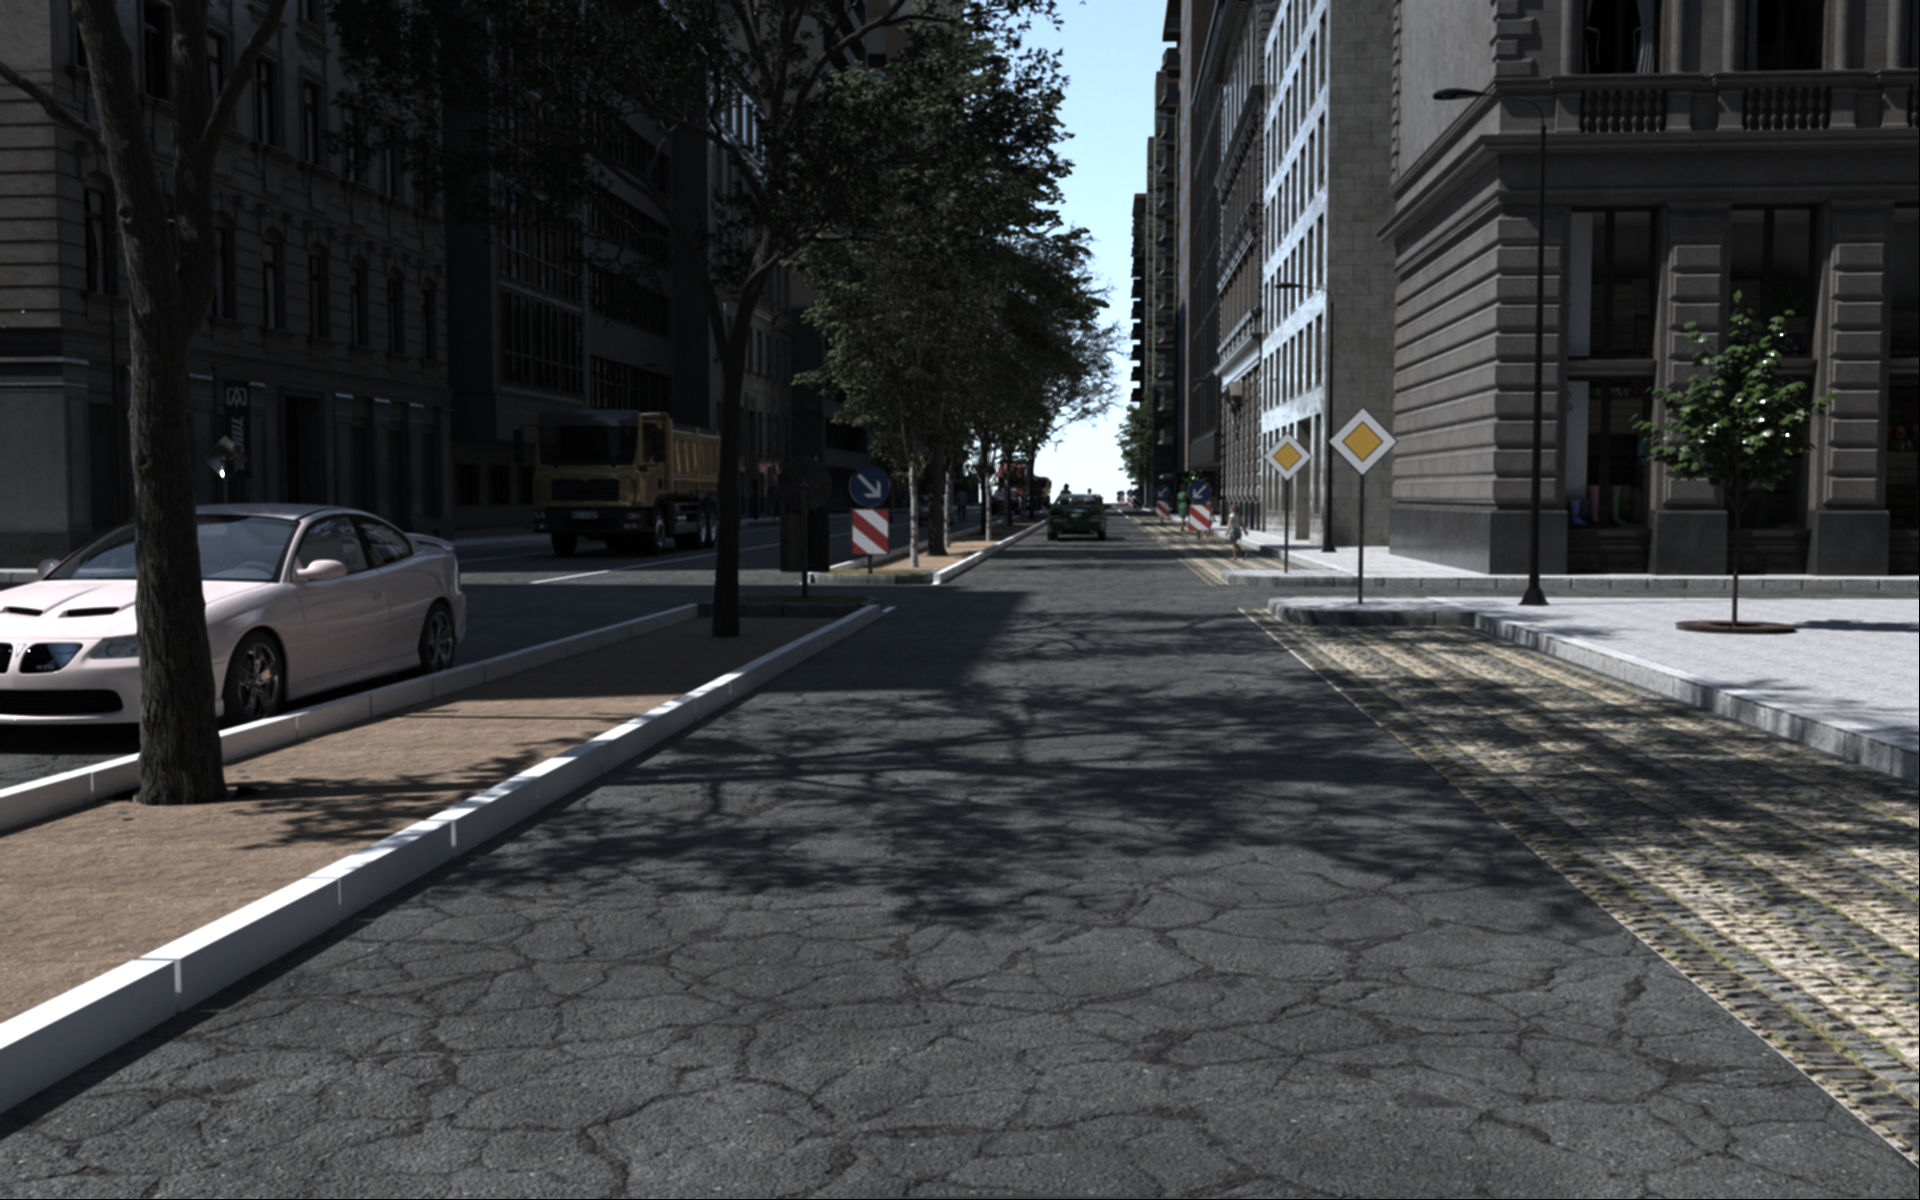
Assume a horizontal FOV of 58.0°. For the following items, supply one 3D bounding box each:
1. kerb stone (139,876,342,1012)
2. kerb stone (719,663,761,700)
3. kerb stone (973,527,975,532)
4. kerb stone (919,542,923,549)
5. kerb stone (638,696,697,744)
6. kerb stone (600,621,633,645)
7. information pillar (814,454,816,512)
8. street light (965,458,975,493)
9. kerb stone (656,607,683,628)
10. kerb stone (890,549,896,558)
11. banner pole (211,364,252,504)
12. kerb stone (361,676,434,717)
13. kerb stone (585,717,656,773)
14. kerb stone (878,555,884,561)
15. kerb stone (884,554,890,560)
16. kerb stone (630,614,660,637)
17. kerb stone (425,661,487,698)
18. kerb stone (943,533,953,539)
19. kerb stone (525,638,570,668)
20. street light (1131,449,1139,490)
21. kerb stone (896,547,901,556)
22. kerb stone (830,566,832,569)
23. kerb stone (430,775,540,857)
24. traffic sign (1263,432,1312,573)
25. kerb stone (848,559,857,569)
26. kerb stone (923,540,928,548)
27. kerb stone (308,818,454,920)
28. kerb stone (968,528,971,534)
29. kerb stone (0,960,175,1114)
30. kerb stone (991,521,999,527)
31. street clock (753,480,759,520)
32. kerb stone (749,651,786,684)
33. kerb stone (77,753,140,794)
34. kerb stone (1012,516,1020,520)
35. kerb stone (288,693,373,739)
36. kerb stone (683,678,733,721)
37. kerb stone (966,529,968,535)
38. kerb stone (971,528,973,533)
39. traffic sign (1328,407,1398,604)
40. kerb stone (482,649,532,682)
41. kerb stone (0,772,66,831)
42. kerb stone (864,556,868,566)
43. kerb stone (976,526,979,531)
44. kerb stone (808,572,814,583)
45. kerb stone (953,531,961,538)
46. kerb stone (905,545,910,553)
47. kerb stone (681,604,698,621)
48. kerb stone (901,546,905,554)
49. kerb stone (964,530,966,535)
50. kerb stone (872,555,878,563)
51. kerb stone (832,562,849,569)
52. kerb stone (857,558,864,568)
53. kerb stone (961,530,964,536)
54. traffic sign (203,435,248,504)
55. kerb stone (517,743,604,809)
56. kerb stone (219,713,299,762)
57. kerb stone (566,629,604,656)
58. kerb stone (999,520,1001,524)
[{"bbox_3d":[-2.172,1.034,5.287,0.120,0.150,1.000,0,4,5],"label":"kerb stone"},{"bbox_3d":[-1.600,0.597,12.427,0.120,0.150,1.000,0,4,5],"label":"kerb stone"},{"bbox_3d":[0.346,-2.508,63.195,0.120,0.150,1.000,0,4,5],"label":"kerb stone"},{"bbox_3d":[-1.123,-1.382,44.786,0.120,0.150,1.000,0,4,5],"label":"kerb stone"},{"bbox_3d":[-1.767,0.722,10.385,0.120,0.150,1.000,0,4,5],"label":"kerb stone"},{"bbox_3d":[-3.371,0.339,16.679,0.120,0.150,1.000,0,4,5],"label":"kerb stone"},{"bbox_3d":[-8.402,-6.682,100.604,0.183,3.616,0.504,0,4,1],"label":"information pillar"},{"bbox_3d":[1.276,-15.200,221.055,1.470,5.913,1.316,0,4,5],"label":"street light"},{"bbox_3d":[-3.199,0.212,18.725,0.120,0.150,1.000,0,4,5],"label":"kerb stone"},{"bbox_3d":[-1.613,-1.006,38.649,0.120,0.150,1.000,0,4,5],"label":"kerb stone"},{"bbox_3d":[-14.175,-2.667,33.624,0.863,3.779,0.401,-2,4,-31],"label":"banner pole"},{"bbox_3d":[-3.779,0.650,11.569,0.120,0.150,1.000,0,4,5],"label":"kerb stone"},{"bbox_3d":[-1.845,0.785,9.366,0.120,0.150,1.000,0,4,5],"label":"kerb stone"},{"bbox_3d":[-1.778,-0.879,36.607,0.120,0.150,1.000,0,4,5],"label":"kerb stone"},{"bbox_3d":[-1.696,-0.944,37.625,0.120,0.150,1.000,0,4,5],"label":"kerb stone"},{"bbox_3d":[-3.281,0.275,17.697,0.120,0.150,1.000,0,4,5],"label":"kerb stone"},{"bbox_3d":[-3.695,0.587,12.591,0.120,0.150,1.000,0,4,5],"label":"kerb stone"},{"bbox_3d":[-0.386,-1.942,53.985,0.120,0.150,1.000,0,4,5],"label":"kerb stone"},{"bbox_3d":[-3.532,0.463,14.632,0.120,0.150,1.000,0,4,5],"label":"kerb stone"},{"bbox_3d":[18.756,-12.636,179.131,1.470,5.913,1.316,0,4,5],"label":"street light"},{"bbox_3d":[-1.527,-1.069,39.674,0.120,0.150,1.000,0,4,5],"label":"kerb stone"},{"bbox_3d":[-2.347,-0.442,29.422,0.120,0.150,1.000,0,4,5],"label":"kerb stone"},{"bbox_3d":[-2.006,0.909,7.327,0.120,0.150,1.000,0,4,5],"label":"kerb stone"},{"bbox_3d":[5.292,-1.493,28.054,0.795,2.450,0.064,0,4,5],"label":"traffic sign"},{"bbox_3d":[-2.107,-0.630,32.506,0.120,0.150,1.000,0,4,5],"label":"kerb stone"},{"bbox_3d":[-0.954,-1.505,46.831,0.120,0.150,1.000,0,4,5],"label":"kerb stone"},{"bbox_3d":[-2.097,0.973,6.306,0.120,0.150,1.000,0,4,5],"label":"kerb stone"},{"bbox_3d":[0.192,-2.382,61.142,0.120,0.150,1.000,0,4,5],"label":"kerb stone"},{"bbox_3d":[-2.257,1.097,4.268,0.120,0.150,1.000,0,4,5],"label":"kerb stone"},{"bbox_3d":[1.567,-3.445,78.513,0.120,0.150,1.000,0,4,5],"label":"kerb stone"},{"bbox_3d":[-10.150,-4.992,86.196,0.358,2.002,0.471,0,4,5],"label":"street clock"},{"bbox_3d":[-1.524,0.535,13.447,0.120,0.150,1.000,0,4,5],"label":"kerb stone"},{"bbox_3d":[-4.026,0.840,8.508,0.120,0.150,1.000,0,4,5],"label":"kerb stone"},{"bbox_3d":[3.206,-4.695,98.951,0.120,0.150,1.000,0,4,5],"label":"kerb stone"},{"bbox_3d":[-3.861,0.714,10.550,0.120,0.150,1.000,0,4,5],"label":"kerb stone"},{"bbox_3d":[-1.680,0.662,11.408,0.120,0.150,1.000,0,4,5],"label":"kerb stone"},{"bbox_3d":[0.100,-2.319,60.119,0.120,0.150,1.000,0,4,5],"label":"kerb stone"},{"bbox_3d":[0.272,-2.445,62.173,0.120,0.150,1.000,0,4,5],"label":"kerb stone"},{"bbox_3d":[4.656,-1.006,20.094,0.795,2.450,0.064,0,4,5],"label":"traffic sign"},{"bbox_3d":[-3.608,0.527,13.609,0.120,0.150,1.000,0,4,5],"label":"kerb stone"},{"bbox_3d":[-4.104,0.900,7.489,0.120,0.150,1.000,0,4,5],"label":"kerb stone"},{"bbox_3d":[-1.935,-0.754,34.552,0.120,0.150,1.000,0,4,5],"label":"kerb stone"},{"bbox_3d":[0.513,-2.631,65.232,0.120,0.150,1.000,0,4,5],"label":"kerb stone"},{"bbox_3d":[-2.433,-0.379,28.400,0.120,0.150,1.000,0,4,5],"label":"kerb stone"},{"bbox_3d":[-0.144,-2.133,57.062,0.120,0.150,1.000,0,4,5],"label":"kerb stone"},{"bbox_3d":[-1.368,-1.194,41.730,0.120,0.150,1.000,0,4,5],"label":"kerb stone"},{"bbox_3d":[-3.127,0.152,19.745,0.120,0.150,1.000,0,4,5],"label":"kerb stone"},{"bbox_3d":[-1.456,-1.132,40.702,0.120,0.150,1.000,0,4,5],"label":"kerb stone"},{"bbox_3d":[0.015,-2.257,59.100,0.120,0.150,1.000,0,4,5],"label":"kerb stone"},{"bbox_3d":[-1.853,-0.819,35.581,0.120,0.150,1.000,0,4,5],"label":"kerb stone"},{"bbox_3d":[-2.191,-0.567,31.470,0.120,0.150,1.000,0,4,5],"label":"kerb stone"},{"bbox_3d":[-2.027,-0.693,33.528,0.120,0.150,1.000,0,4,5],"label":"kerb stone"},{"bbox_3d":[-0.060,-2.195,58.081,0.120,0.150,1.000,0,4,5],"label":"kerb stone"},{"bbox_3d":[-12.495,-1.581,29.490,0.795,2.450,0.064,0,4,5],"label":"traffic sign"},{"bbox_3d":[-1.930,0.847,8.346,0.120,0.150,1.000,0,4,5],"label":"kerb stone"},{"bbox_3d":[-3.939,0.775,9.527,0.120,0.150,1.000,0,4,5],"label":"kerb stone"},{"bbox_3d":[-3.447,0.400,15.654,0.120,0.150,1.000,0,4,5],"label":"kerb stone"},{"bbox_3d":[1.660,-3.507,79.540,0.120,0.150,1.000,0,4,5],"label":"kerb stone"}]
